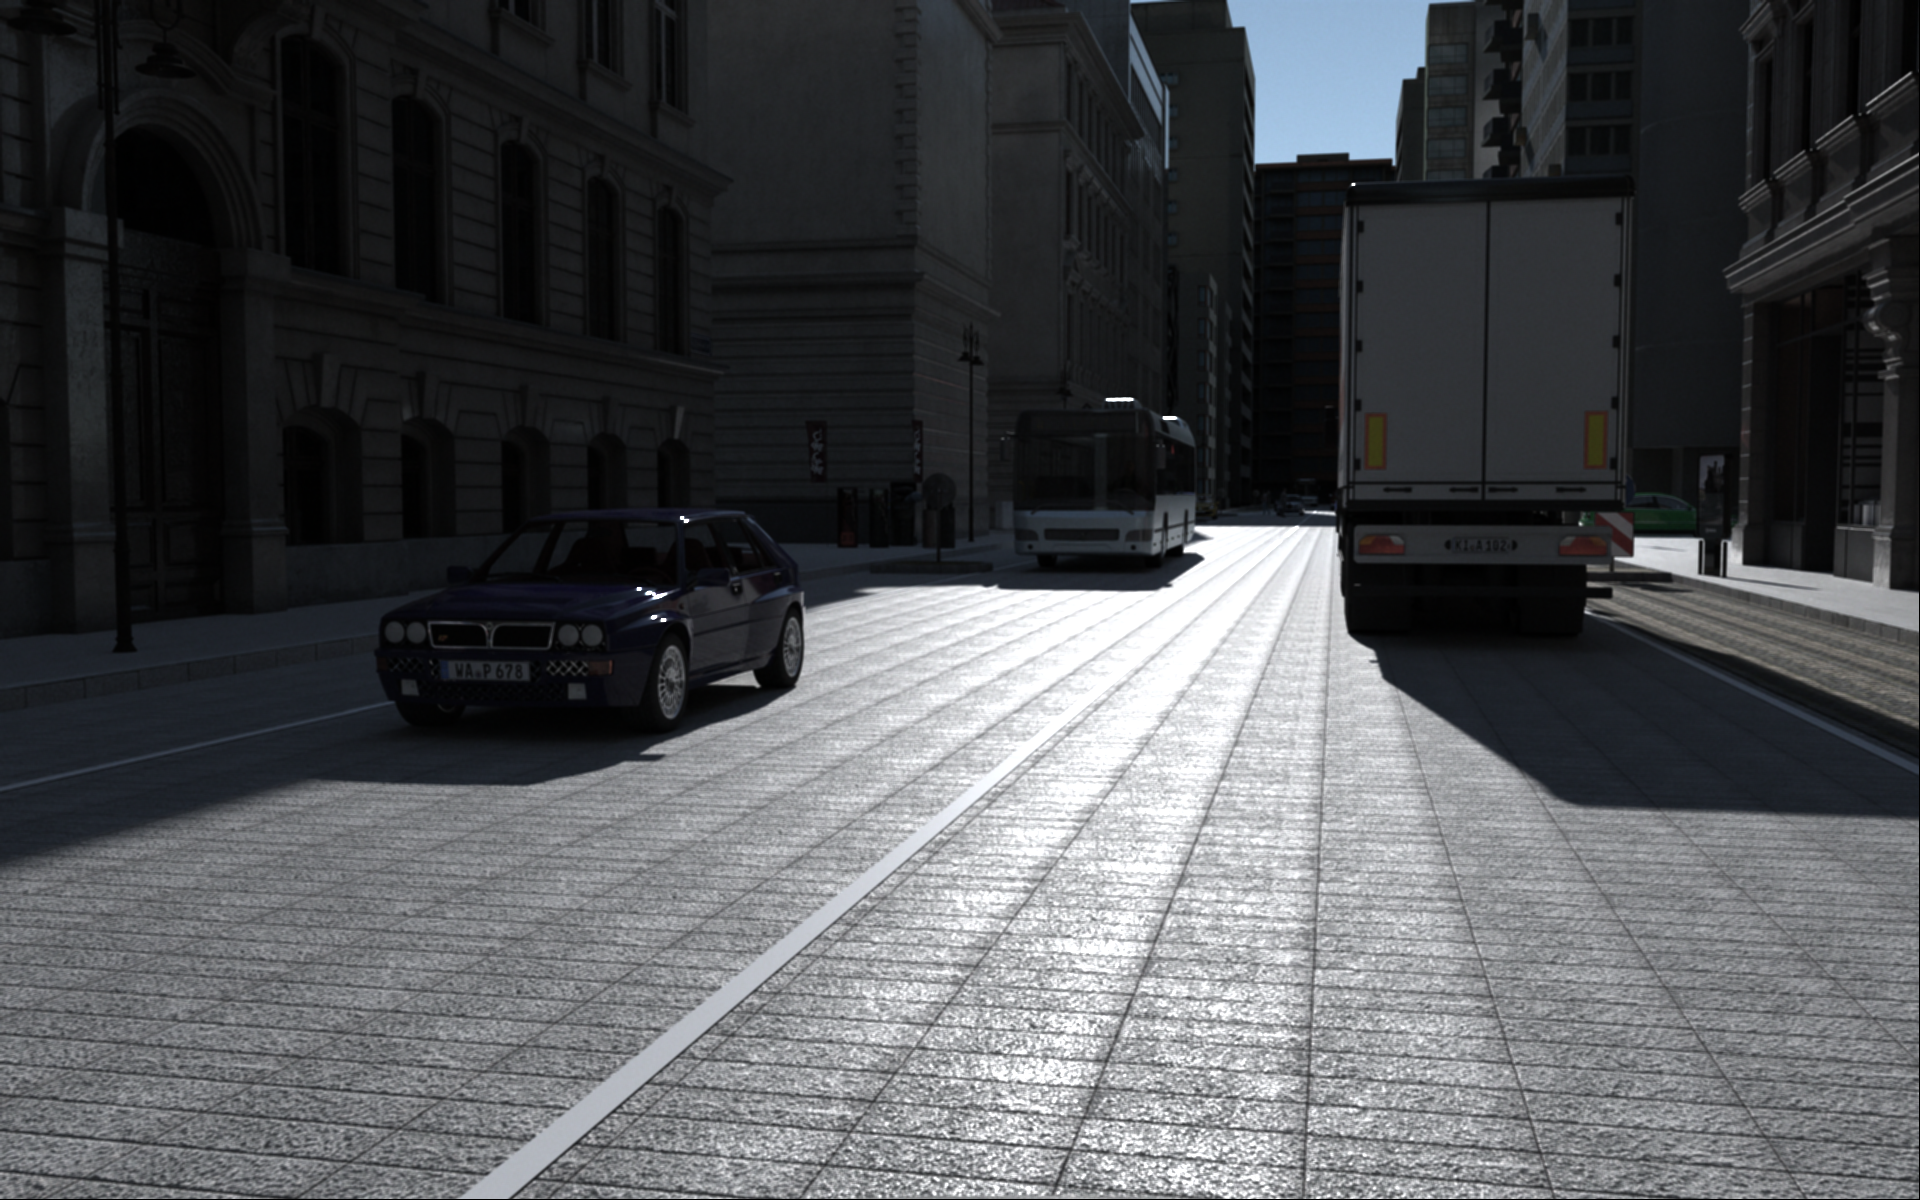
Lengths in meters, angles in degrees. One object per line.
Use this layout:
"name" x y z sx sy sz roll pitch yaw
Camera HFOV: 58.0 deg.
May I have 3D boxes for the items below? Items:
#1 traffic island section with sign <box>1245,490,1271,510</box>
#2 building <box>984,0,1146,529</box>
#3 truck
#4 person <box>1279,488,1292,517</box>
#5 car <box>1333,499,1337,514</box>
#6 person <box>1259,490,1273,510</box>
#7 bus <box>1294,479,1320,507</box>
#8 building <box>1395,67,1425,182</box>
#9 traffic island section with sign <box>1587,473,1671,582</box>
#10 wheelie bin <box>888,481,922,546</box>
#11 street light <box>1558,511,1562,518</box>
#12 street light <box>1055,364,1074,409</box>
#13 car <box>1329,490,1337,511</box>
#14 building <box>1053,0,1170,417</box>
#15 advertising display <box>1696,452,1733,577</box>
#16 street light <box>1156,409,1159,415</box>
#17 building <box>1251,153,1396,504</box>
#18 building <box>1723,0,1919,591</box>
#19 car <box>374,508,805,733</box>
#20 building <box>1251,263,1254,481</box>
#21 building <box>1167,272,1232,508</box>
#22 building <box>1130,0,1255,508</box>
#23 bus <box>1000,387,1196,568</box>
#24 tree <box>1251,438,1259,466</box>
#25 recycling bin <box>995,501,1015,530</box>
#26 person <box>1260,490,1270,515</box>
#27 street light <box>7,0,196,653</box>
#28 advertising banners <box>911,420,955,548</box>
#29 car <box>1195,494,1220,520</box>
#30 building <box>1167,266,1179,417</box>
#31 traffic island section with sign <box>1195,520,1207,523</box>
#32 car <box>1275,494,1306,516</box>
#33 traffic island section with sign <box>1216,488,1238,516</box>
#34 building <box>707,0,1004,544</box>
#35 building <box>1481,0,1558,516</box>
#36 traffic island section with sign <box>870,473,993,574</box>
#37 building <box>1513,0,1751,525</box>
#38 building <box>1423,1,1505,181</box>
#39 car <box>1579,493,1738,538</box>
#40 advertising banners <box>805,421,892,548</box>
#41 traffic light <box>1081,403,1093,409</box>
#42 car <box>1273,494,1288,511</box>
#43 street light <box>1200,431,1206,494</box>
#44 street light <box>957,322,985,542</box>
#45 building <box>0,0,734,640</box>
"traffic island section with sign" 27.524 -9.297 160.628 1.989 1.847 2.006 1 4 12
"building" 0.812 -14.450 72.416 11.583 22.565 21.152 1 4 12
"truck" 5.830 -1.957 20.903 2.839 4.237 11.283 1 4 12
"person" 20.132 -6.042 107.414 0.853 1.813 0.709 3 4 37
"car" 27.396 -6.903 122.461 1.945 1.707 3.694 1 4 11
"person" 28.056 -9.183 158.660 1.348 1.823 0.705 0 4 -1
"bus" 40.159 -12.597 200.817 2.948 3.499 13.247 1 4 11
"building" 59.407 -34.767 192.140 21.300 48.544 21.600 1 4 12
"traffic island section with sign" 10.767 -1.255 29.150 1.989 1.847 2.006 1 4 12
"wheelie bin" -1.377 -2.142 42.937 0.980 1.594 0.693 0 4 4
"street light" 17.382 -4.725 50.034 0.468 5.910 1.993 1 4 12
"street light" 3.741 -5.446 61.823 0.468 5.910 1.993 1 4 12
"car" 32.859 -8.563 148.670 2.281 1.827 5.304 1 4 11
"building" 4.232 -16.843 93.408 12.078 24.808 19.932 1 4 12
"advertising display" 11.818 -1.342 27.159 0.123 1.923 0.974 0 4 -1
"street light" 10.787 -7.458 94.727 0.468 5.910 1.993 1 4 12
"building" 46.352 -34.937 225.852 28.867 44.769 22.147 1 4 12
"building" 18.349 -10.907 29.247 10.553 20.767 40.483 1 4 12
"car" -2.324 0.051 11.739 1.945 1.354 3.894 1 4 11
"building" 27.214 -26.398 203.308 14.107 30.474 14.160 1 4 12
"building" 8.987 -18.789 152.235 27.650 21.520 28.899 1 4 12
"building" 18.517 -33.786 176.097 21.300 48.544 21.600 1 4 12
"bus" 3.304 -2.558 36.687 2.948 3.499 13.247 1 4 11
"tree" 31.214 -14.883 193.702 4.360 8.622 3.978 0 3 0
"recycling bin" 1.704 -2.992 61.474 0.722 1.027 0.722 -1 4 -19
"person" 20.840 -6.661 118.244 0.643 1.720 0.563 3 5 40
"street light" -6.790 -2.515 13.902 0.468 5.910 1.993 1 4 12
"advertising banners" -0.654 -2.785 41.725 0.090 3.025 2.074 2 4 29
"car" 13.676 -5.363 97.914 2.015 1.641 3.980 1 4 11
"building" 5.619 -15.004 112.762 16.820 18.784 16.811 1 4 12
"traffic island section with sign" 11.144 -4.694 85.373 1.989 1.847 2.006 1 4 12
"car" 22.161 -6.363 116.045 2.014 1.417 4.499 1 4 13
"traffic island section with sign" 16.924 -6.316 111.901 1.989 1.847 2.006 1 4 12
"building" -9.136 -13.532 50.127 19.941 23.489 11.050 1 4 12
"building" 43.373 -27.512 104.444 22.147 44.769 28.867 1 4 12
"traffic island section with sign" -0.455 -1.430 32.009 1.989 1.847 2.006 1 4 12
"building" 35.348 -23.035 68.499 23.993 40.220 32.217 1 4 12
"building" 46.427 -28.352 147.155 14.154 41.232 14.086 1 4 12
"car" 21.642 -2.735 53.510 4.718 1.807 1.959 1 4 13
"advertising banners" -2.657 -2.759 41.300 2.074 3.025 0.090 0 4 3
"traffic light" 3.900 -3.938 53.310 0.839 4.253 0.868 1 4 12
"car" 26.952 -8.184 143.589 2.009 1.686 4.222 1 4 11
"street light" 17.900 -9.457 127.407 0.468 5.910 1.993 1 4 12
"street light" 0.302 -4.516 46.617 0.468 5.910 1.993 1 4 12
"building" -13.379 -12.160 17.900 14.460 24.649 34.723 1 4 12
